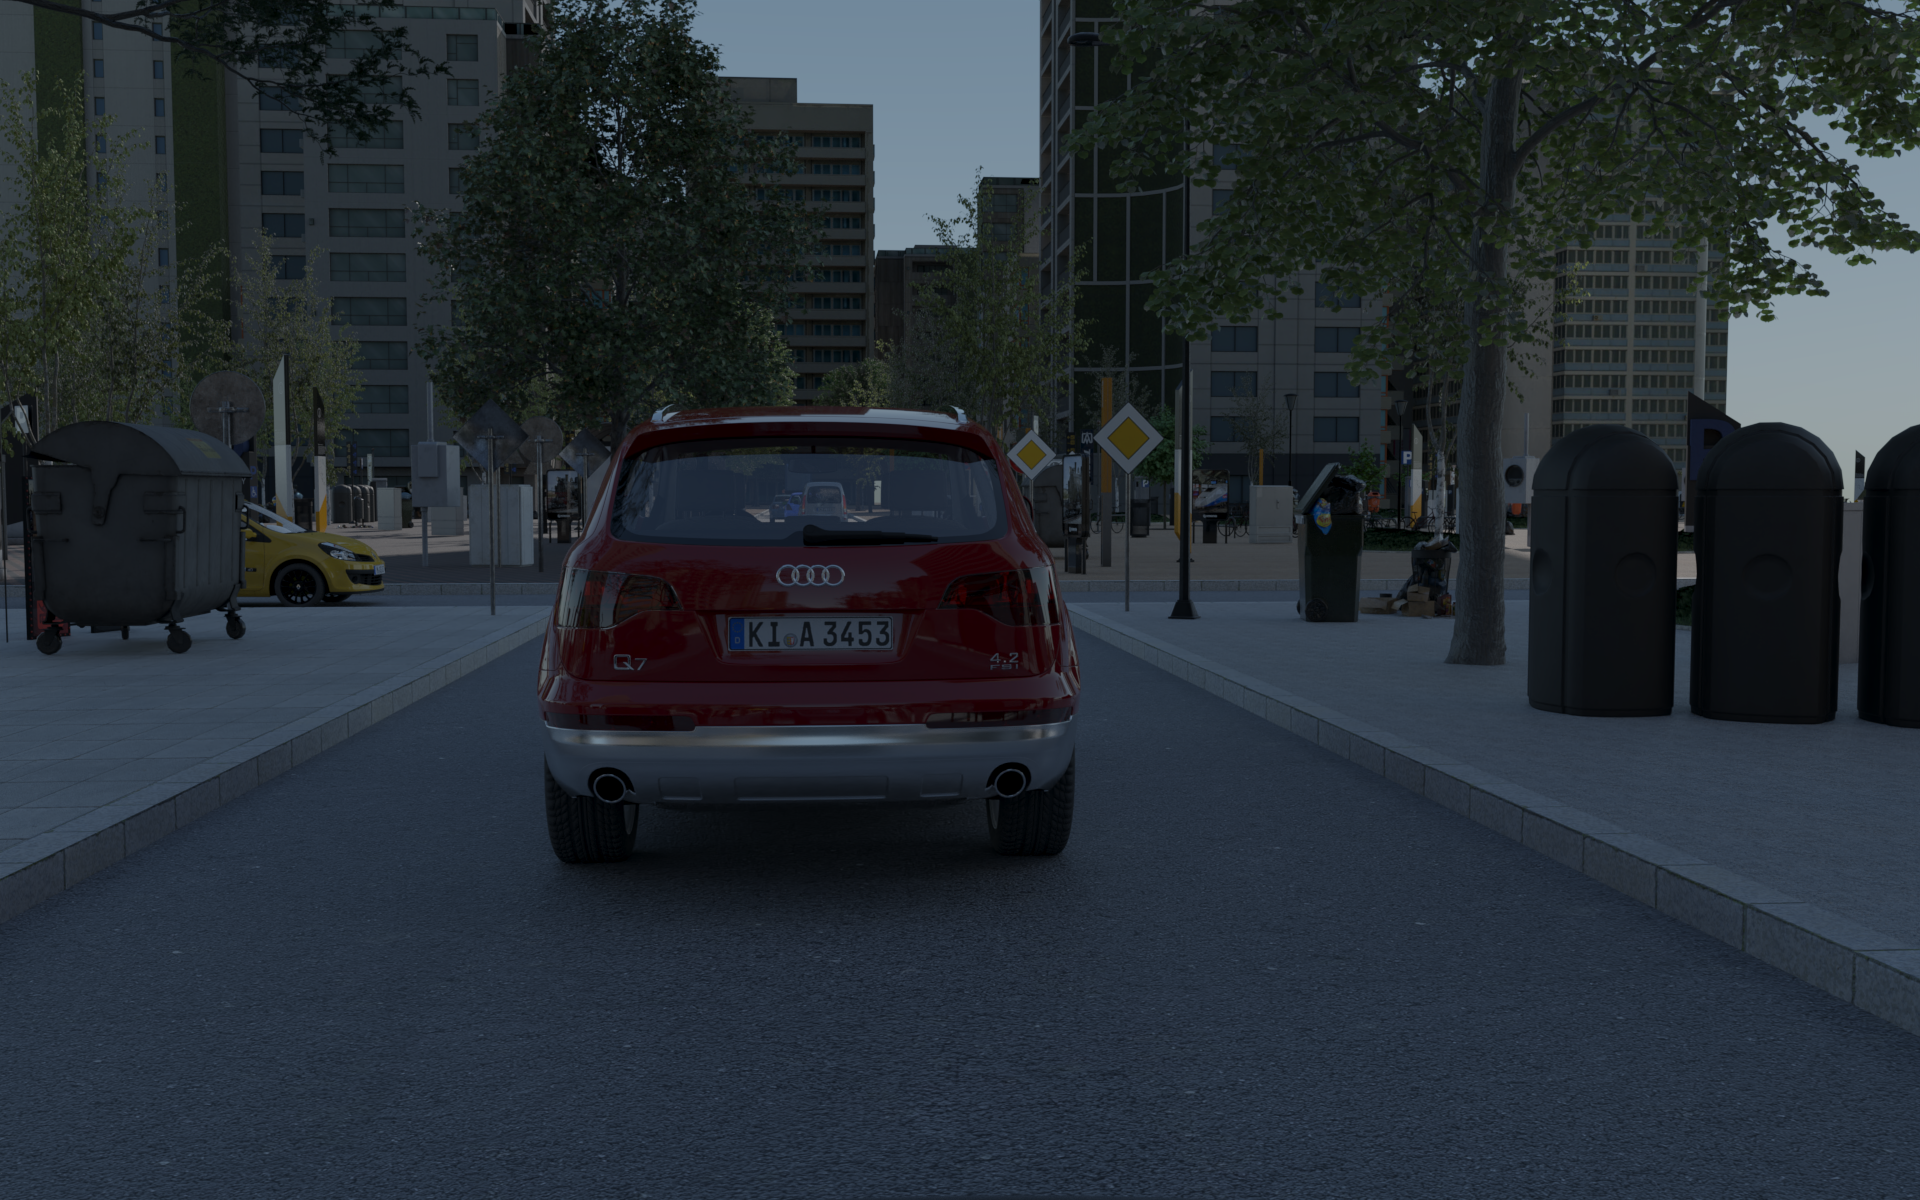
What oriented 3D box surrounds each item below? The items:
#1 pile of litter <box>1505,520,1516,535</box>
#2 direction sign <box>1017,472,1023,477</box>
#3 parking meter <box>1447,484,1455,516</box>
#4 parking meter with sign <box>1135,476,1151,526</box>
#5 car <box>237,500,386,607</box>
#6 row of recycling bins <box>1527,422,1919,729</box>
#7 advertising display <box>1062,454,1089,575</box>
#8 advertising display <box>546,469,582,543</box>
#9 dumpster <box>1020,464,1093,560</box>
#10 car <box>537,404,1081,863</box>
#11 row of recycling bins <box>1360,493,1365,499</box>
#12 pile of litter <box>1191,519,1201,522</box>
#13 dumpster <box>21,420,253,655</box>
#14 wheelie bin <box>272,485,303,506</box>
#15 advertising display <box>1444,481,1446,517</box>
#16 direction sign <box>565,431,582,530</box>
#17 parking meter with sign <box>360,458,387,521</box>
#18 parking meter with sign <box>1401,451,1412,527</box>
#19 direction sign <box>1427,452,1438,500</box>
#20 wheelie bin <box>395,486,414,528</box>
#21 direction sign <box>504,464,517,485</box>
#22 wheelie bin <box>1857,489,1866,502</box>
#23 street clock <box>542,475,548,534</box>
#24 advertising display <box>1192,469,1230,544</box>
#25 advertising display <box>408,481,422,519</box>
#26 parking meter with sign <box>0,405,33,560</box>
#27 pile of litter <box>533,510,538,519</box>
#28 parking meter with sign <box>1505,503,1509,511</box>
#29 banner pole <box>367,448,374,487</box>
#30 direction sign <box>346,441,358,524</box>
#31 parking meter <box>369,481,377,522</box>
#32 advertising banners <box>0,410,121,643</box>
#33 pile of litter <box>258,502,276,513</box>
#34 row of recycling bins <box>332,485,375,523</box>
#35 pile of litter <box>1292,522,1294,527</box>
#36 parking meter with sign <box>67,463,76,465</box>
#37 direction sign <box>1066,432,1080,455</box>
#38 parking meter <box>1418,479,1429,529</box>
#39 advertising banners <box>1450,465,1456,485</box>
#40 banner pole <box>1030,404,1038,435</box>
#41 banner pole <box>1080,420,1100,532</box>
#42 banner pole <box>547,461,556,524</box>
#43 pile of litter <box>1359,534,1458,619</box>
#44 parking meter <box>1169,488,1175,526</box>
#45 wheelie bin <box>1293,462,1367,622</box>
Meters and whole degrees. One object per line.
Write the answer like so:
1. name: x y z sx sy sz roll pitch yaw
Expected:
1. pile of litter: 16.762 -2.493 54.719 1.719 0.858 1.176 0 4 0
2. direction sign: 2.986 -5.455 81.189 0.379 3.537 0.876 -3 5 -40
3. parking meter: 28.758 -5.861 101.530 0.399 1.863 0.255 3 4 37
4. parking meter with sign: 7.367 -4.489 69.655 0.543 3.016 1.738 -1 4 -13
5. car: -9.456 -0.731 22.180 3.980 1.641 2.015 0 4 -5
6. row of recycling bins: 5.124 -0.171 9.908 3.534 1.692 1.069 1 4 15
7. advertising display: 1.862 -1.392 27.971 0.123 1.923 0.974 -1 4 -16
8. advertising display: -10.324 -2.442 45.141 0.974 1.923 0.123 1 4 18
9. dumpster: 1.931 -1.757 34.480 1.264 1.857 1.865 0 4 -5
10. car: -0.701 0.021 8.329 2.281 1.827 5.304 0 4 -5
11. row of recycling bins: 22.010 -5.496 96.980 1.069 1.692 3.534 0 4 -1
12. pile of litter: 10.425 -3.971 78.895 1.176 0.858 1.719 0 4 8
13. dumpster: -6.845 -0.535 14.514 1.264 1.857 1.865 0 4 -5
14. wheelie bin: -22.995 -3.143 59.301 0.980 1.594 0.693 -2 4 -31
15. advertising display: 23.756 -4.906 85.421 0.123 1.923 0.974 2 4 32
16. direction sign: -13.634 -4.274 61.876 0.876 3.537 0.379 0 4 -7
17. parking meter with sign: -27.852 -5.314 83.149 1.738 3.016 0.543 -1 4 -16
18. parking meter with sign: 17.954 -4.446 68.947 0.543 3.016 1.738 0 4 5
19. direction sign: 25.265 -6.146 92.480 0.876 3.537 0.379 -2 4 -33
20. wheelie bin: -20.968 -3.498 65.093 0.980 1.594 0.693 2 4 30
21. direction sign: -17.560 -4.629 67.675 0.876 3.537 0.379 3 5 44
22. wheelie bin: 33.156 -3.378 63.142 0.693 1.594 0.980 0 4 7
23. street clock: -13.439 -3.142 55.943 0.358 2.002 0.471 -2 4 -25
24. advertising display: 6.486 -2.427 44.889 0.974 1.923 0.123 1 4 18
25. advertising display: -27.671 -5.084 88.333 0.123 1.923 0.974 3 5 41
26. parking meter with sign: -18.948 -2.281 33.552 0.543 3.016 1.738 3 4 37
27. pile of litter: -21.940 -4.496 87.475 1.719 0.858 1.176 -2 4 -24
28. parking meter with sign: 32.136 -6.344 99.987 1.738 3.016 0.543 -1 4 -19
29. banner pole: -32.091 -6.388 94.455 0.863 3.779 0.401 3 5 42
30. direction sign: -26.092 -5.038 74.374 0.876 3.537 0.379 3 5 43
31. parking meter: -27.268 -4.573 80.481 0.255 1.863 0.399 -2 4 -27
32. advertising banners: -8.109 -1.173 15.370 0.090 3.025 2.074 1 4 14
33. pile of litter: -36.722 -4.743 91.507 1.176 0.858 1.719 2 4 34
34. row of recycling bins: -27.073 -4.301 77.427 1.069 1.692 3.534 0 4 1
35. pile of litter: 10.759 -2.727 58.550 1.176 0.858 1.719 3 4 38
36. parking meter with sign: -21.955 -2.865 43.109 0.543 3.016 1.738 1 4 20
37. direction sign: 4.311 -4.359 63.268 0.876 3.537 0.379 1 4 12
38. parking meter: 17.178 -3.586 64.345 0.399 1.863 0.255 3 5 41
39. advertising banners: 28.903 -6.555 103.359 2.074 3.025 0.090 -2 4 -34
40. banner pole: 2.077 -3.572 48.427 0.401 3.779 0.863 1 4 19
41. banner pole: 4.481 -4.217 58.965 0.863 3.779 0.401 1 4 14
42. banner pole: -17.593 -5.122 73.754 0.401 3.779 0.863 2 4 28
43. pile of litter: 4.844 -0.280 18.548 1.176 0.858 1.719 0 4 1
44. parking meter: 8.696 -3.787 70.329 0.372 1.533 0.369 0 3 0
45. wheelie bin: 3.763 -0.591 17.578 0.693 1.594 0.980 0 4 3
